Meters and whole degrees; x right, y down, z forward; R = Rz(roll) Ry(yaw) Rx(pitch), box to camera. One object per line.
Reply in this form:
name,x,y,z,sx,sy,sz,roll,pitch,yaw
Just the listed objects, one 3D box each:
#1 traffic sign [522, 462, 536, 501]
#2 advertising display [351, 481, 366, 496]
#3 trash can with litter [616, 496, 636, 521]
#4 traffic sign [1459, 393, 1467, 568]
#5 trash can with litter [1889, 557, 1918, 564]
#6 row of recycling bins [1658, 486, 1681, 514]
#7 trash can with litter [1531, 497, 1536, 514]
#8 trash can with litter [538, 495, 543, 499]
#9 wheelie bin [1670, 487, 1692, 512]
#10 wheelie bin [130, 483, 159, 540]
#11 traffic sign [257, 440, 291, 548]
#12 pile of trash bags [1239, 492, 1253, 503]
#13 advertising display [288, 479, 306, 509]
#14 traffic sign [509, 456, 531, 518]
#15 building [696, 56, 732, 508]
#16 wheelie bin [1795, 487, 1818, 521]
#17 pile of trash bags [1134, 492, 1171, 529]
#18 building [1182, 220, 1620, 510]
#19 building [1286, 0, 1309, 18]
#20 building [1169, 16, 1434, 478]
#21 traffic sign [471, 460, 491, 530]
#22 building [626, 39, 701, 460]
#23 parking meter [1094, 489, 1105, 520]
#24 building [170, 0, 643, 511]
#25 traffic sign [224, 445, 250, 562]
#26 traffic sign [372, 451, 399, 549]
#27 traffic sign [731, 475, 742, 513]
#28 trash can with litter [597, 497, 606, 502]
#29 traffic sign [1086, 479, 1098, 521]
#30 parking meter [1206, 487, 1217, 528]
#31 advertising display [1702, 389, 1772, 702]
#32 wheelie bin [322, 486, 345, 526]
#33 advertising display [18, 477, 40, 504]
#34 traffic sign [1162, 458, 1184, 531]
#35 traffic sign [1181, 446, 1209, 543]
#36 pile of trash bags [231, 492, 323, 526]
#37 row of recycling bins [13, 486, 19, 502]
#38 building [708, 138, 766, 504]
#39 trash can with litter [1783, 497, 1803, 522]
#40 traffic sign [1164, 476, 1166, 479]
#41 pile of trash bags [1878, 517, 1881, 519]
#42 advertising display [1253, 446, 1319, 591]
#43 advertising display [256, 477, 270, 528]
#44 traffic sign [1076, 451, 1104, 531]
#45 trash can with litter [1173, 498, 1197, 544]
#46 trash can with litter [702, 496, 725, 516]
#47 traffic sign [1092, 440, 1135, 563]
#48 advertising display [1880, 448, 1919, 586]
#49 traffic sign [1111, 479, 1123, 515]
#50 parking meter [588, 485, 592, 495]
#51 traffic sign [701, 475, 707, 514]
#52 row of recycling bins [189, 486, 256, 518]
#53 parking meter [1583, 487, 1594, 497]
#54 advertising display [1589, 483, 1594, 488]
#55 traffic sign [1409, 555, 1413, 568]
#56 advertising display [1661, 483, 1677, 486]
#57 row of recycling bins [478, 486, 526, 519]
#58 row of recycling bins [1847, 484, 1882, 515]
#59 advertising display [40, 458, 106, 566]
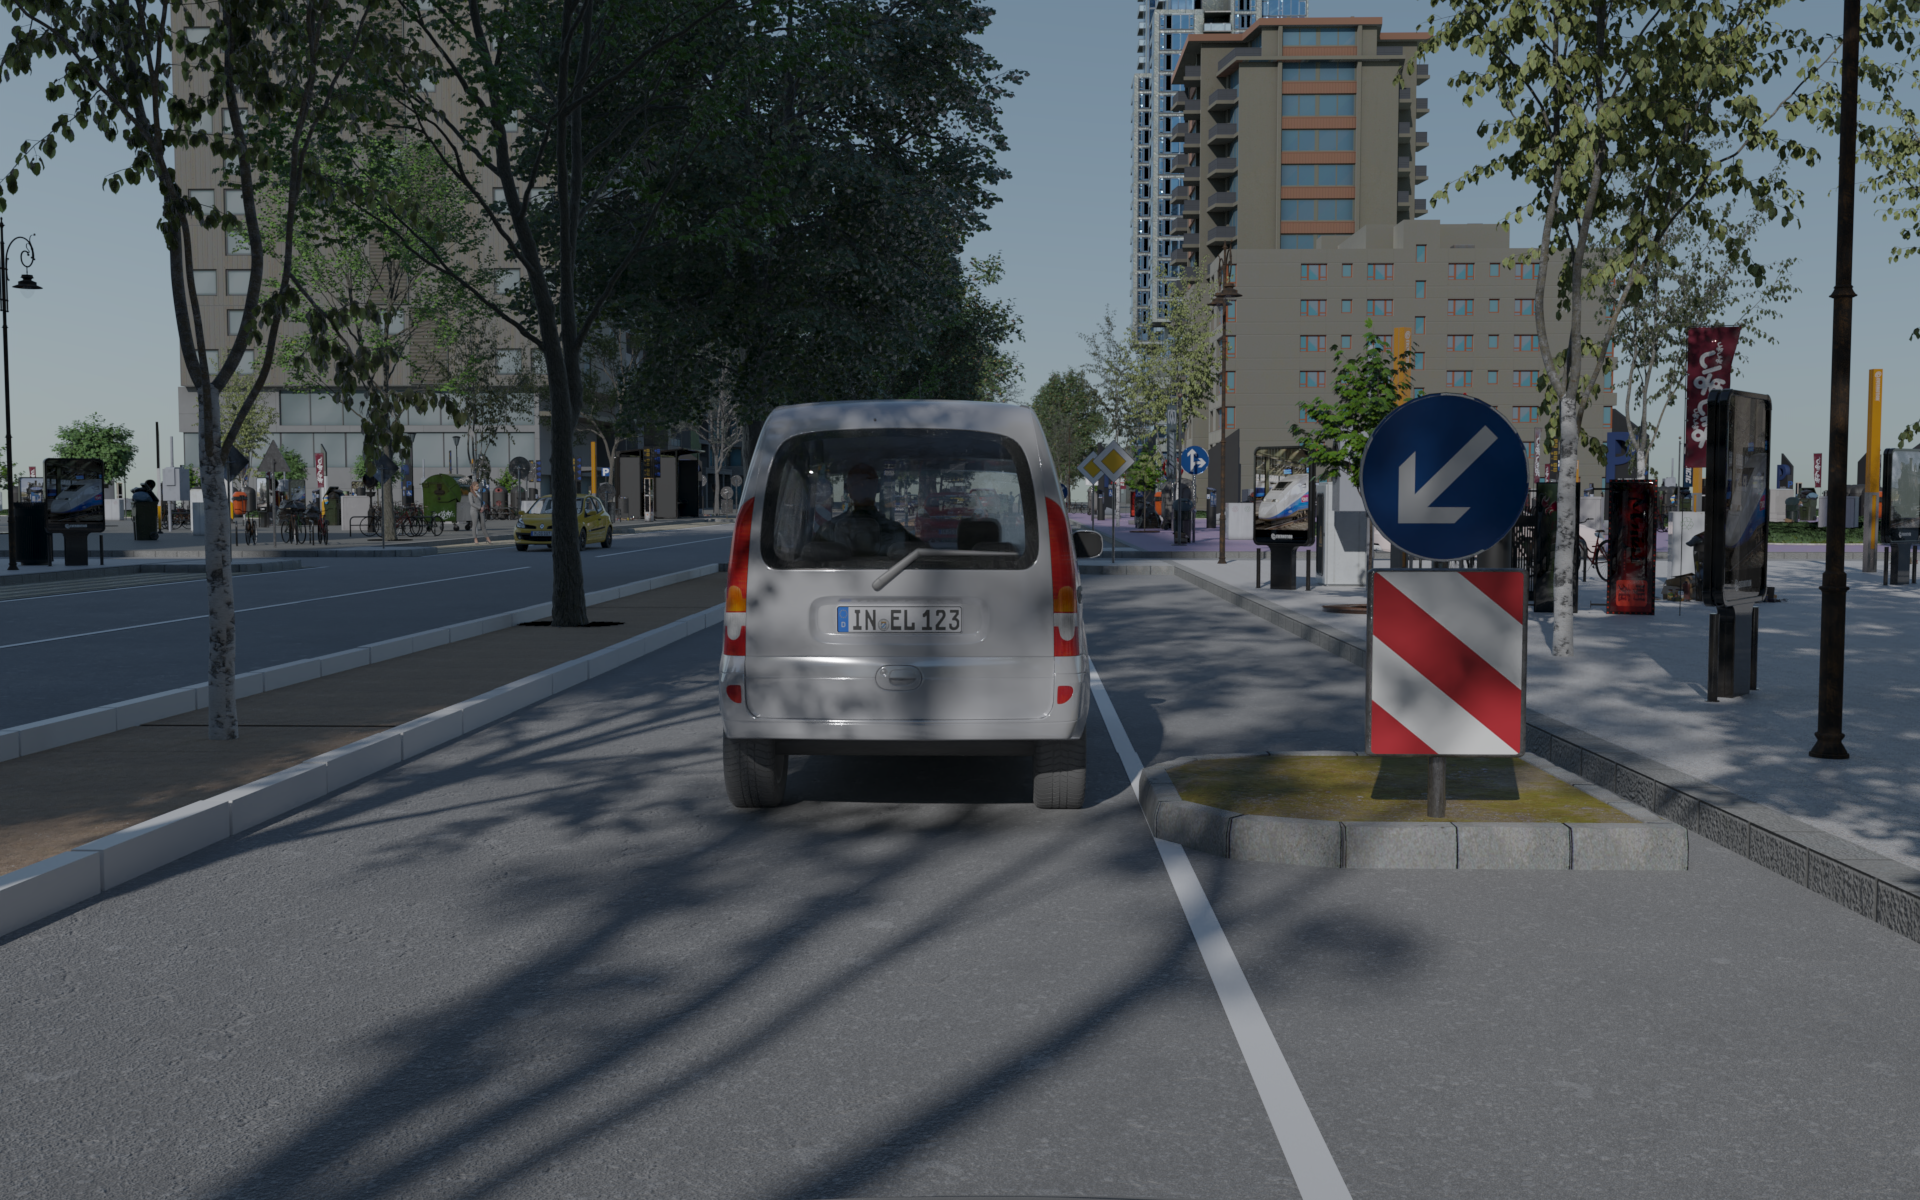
traffic sign,-16.967,-4.142,67.828,0.768,2.556,0.104,1,4,10
advertising display,-29.992,-4.967,86.417,0.974,1.923,0.123,2,4,34
trash can with litter,-16.822,-4.491,84.482,2.233,1.210,1.678,-1,4,-15
traffic sign,6.470,-1.364,22.306,0.884,2.594,0.081,0,4,6
trash can with litter,17.991,-1.270,31.824,2.233,1.210,1.678,0,4,-7
row of recycling bins,36.198,-4.989,88.685,3.534,1.692,1.069,-3,5,-44
trash can with litter,32.026,-5.110,94.604,1.678,1.210,2.233,-3,5,-42
trash can with litter,-24.917,-5.533,101.517,2.233,1.210,1.678,0,4,-2
wheelie bin,31.739,-4.168,76.051,0.980,1.594,0.693,0,4,-4
wheelie bin,-22.662,-2.460,48.129,0.693,1.594,0.980,-3,4,-36
traffic sign,-16.429,-2.536,41.466,0.884,2.594,0.081,1,4,11
pile of trash bags,10.734,-3.149,61.243,1.912,1.369,3.447,0,4,-4
advertising display,-29.460,-4.391,76.999,0.123,1.923,0.974,1,4,19
traffic sign,-14.895,-3.576,58.572,0.768,2.556,0.104,0,4,8
building,-33.273,-44.637,168.069,20.563,71.187,20.611,0,4,2
wheelie bin,42.997,-4.905,88.102,0.693,1.594,0.980,-3,5,-43
pile of trash bags,7.559,-3.414,65.574,1.912,1.369,3.447,0,4,5
building,32.847,-17.828,136.534,27.650,21.520,28.899,0,4,2
building,33.292,-55.779,224.658,22.319,86.520,31.000,0,4,2
building,31.537,-31.198,164.705,22.147,44.769,28.867,0,4,2
traffic sign,-17.135,-3.783,61.952,0.768,2.556,0.104,0,4,8
building,-30.898,-28.582,150.914,14.154,41.232,14.086,0,4,2
parking meter,6.864,-4.636,84.205,0.372,1.533,0.369,0,3,0
building,-39.460,-33.053,129.662,28.713,52.752,27.495,0,4,2
traffic sign,-13.789,-1.776,32.685,0.795,2.450,0.064,0,4,2
traffic sign,-13.552,-2.264,40.666,0.795,2.450,0.064,0,4,2
traffic sign,-14.954,-7.080,115.860,0.768,2.556,0.104,0,4,4
trash can with litter,-18.981,-4.971,92.670,0.624,1.170,1.055,-3,4,-36
traffic sign,6.320,-4.951,83.085,0.606,2.300,0.079,1,4,9
parking meter,9.436,-3.461,65.001,0.372,1.533,0.369,0,3,0
advertising display,4.926,-0.353,10.981,0.123,1.923,0.974,3,5,40
wheelie bin,-25.532,-3.842,70.729,0.693,1.594,0.980,1,4,13
advertising display,-34.821,-3.658,65.029,0.123,1.923,0.974,3,4,36
traffic sign,7.348,-3.651,59.799,0.768,2.556,0.104,1,4,9
traffic sign,6.178,-2.789,45.709,0.768,2.556,0.104,0,4,2
pile of trash bags,-27.896,-3.718,70.536,3.447,1.369,1.912,-3,5,-45
row of recycling bins,-47.827,-4.991,88.708,1.069,1.692,3.534,-1,4,-9
building,-33.093,-37.076,225.797,23.786,49.044,30.456,0,4,2
trash can with litter,33.088,-3.513,68.823,0.624,1.170,1.055,2,4,32
traffic sign,9.061,-4.520,74.012,0.768,2.556,0.104,0,4,3
pile of trash bags,54.844,-5.527,100.125,3.447,1.369,1.912,-1,4,-9
advertising display,4.346,-1.103,23.245,0.123,1.923,0.974,-3,5,-40
advertising display,-26.666,-3.735,66.282,0.123,1.923,0.974,-3,5,-44
traffic sign,3.085,-2.233,40.153,0.795,2.450,0.064,0,4,2
trash can with litter,5.830,-2.057,45.017,0.624,1.170,1.055,1,4,8
trash can with litter,-14.919,-5.534,101.541,2.233,1.210,1.678,0,3,0
traffic sign,2.848,-1.745,32.171,0.795,2.450,0.064,0,4,2
advertising display,13.333,-1.181,24.517,0.974,1.923,0.123,-3,4,-37
traffic sign,8.079,-5.359,87.624,0.884,2.594,0.081,1,4,10
parking meter,-23.487,-6.412,110.544,0.255,1.863,0.399,3,4,38
traffic sign,-17.050,-6.966,114.006,0.768,2.556,0.104,0,4,6
row of recycling bins,-39.952,-5.310,93.932,1.069,1.692,3.534,3,5,44
parking meter,23.721,-3.483,65.351,0.372,1.533,0.369,0,3,0
advertising display,37.211,-5.926,102.100,0.123,1.923,0.974,1,4,12
traffic sign,6.638,-1.426,25.440,0.606,2.300,0.079,0,4,8
advertising display,42.362,-6.011,103.497,0.123,1.923,0.974,-3,4,-36
row of recycling bins,-23.938,-4.969,88.355,3.534,1.692,1.069,-1,4,-12
row of recycling bins,38.296,-4.077,73.765,1.069,1.692,3.534,0,4,7
advertising display,-15.825,-1.575,30.964,0.974,1.923,0.123,-3,5,-40
